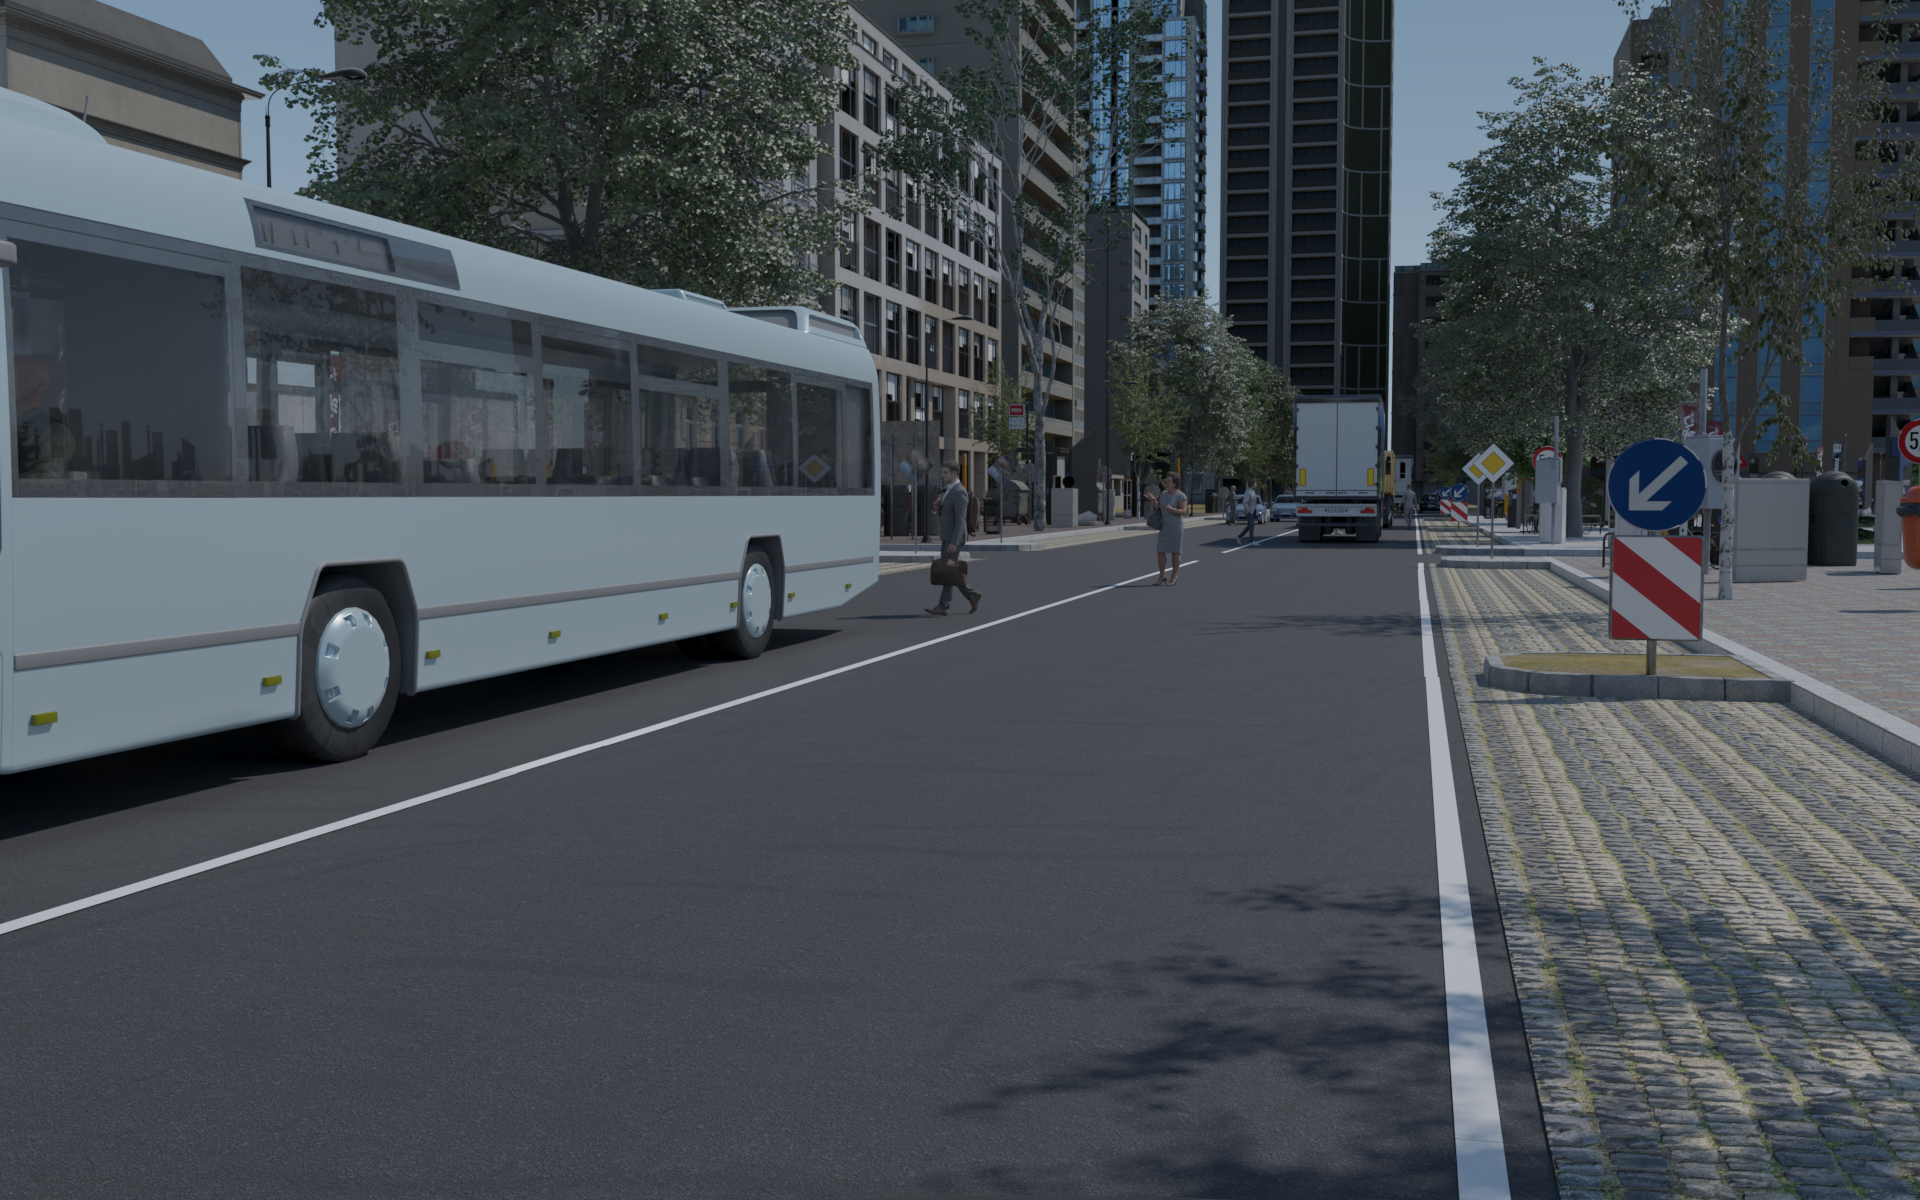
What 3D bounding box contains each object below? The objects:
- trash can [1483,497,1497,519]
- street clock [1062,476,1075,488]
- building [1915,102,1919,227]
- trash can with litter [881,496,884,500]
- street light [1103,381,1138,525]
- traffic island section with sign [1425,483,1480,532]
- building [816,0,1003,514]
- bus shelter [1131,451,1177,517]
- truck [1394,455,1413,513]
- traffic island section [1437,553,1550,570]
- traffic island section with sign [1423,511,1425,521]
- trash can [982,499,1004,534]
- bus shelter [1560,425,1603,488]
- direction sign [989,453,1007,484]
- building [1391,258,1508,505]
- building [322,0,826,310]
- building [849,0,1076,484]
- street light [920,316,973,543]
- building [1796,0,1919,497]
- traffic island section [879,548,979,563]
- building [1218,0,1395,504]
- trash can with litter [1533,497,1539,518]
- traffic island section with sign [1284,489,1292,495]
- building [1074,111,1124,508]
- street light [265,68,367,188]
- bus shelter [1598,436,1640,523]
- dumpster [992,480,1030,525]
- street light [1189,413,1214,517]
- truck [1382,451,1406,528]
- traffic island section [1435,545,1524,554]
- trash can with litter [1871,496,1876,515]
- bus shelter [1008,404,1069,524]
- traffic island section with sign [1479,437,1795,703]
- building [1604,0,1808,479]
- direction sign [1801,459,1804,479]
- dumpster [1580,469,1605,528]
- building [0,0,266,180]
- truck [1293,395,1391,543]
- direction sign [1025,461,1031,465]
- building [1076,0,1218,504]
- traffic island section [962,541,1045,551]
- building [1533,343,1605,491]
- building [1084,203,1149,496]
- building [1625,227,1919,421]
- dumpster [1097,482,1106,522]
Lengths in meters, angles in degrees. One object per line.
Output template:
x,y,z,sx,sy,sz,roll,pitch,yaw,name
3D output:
27.257,-4.740,89.155,0.748,1.137,0.748,0,3,0,trash can
4.279,-3.900,68.330,0.471,2.002,0.358,0,4,-8,street clock
86.411,-43.649,151.909,20.611,71.187,20.563,1,4,15,building
-2.782,-3.866,74.274,2.233,1.210,1.678,-1,4,-15,trash can with litter
6.664,-6.062,71.662,1.470,5.913,1.316,1,4,15,street light
18.819,-3.494,65.755,1.989,1.847,2.006,1,4,15,traffic island section with sign
-10.871,-18.097,100.395,19.350,26.468,34.151,1,4,15,building
10.972,-6.522,97.913,1.731,3.624,6.357,1,4,15,bus shelter
32.993,-8.719,131.463,2.839,4.237,11.283,1,4,14,truck
10.530,-0.731,34.237,2.009,0.180,2.903,1,4,15,traffic island section
25.672,-5.095,91.931,1.989,1.847,2.006,1,4,15,traffic island section with sign
1.050,-2.669,55.287,0.748,1.137,0.748,0,3,0,trash can
29.821,-6.510,84.064,2.179,5.291,8.768,1,4,15,bus shelter
2.173,-6.305,95.089,0.876,3.537,0.379,-1,4,-16,direction sign
60.789,-27.126,215.213,14.107,30.474,14.160,1,4,15,building
-15.052,-17.574,73.235,13.634,28.700,20.117,1,4,15,building
-3.500,-31.242,134.507,21.300,48.544,21.600,1,4,15,building
-0.349,-4.452,45.336,1.470,5.913,1.316,1,4,15,street light
56.712,-28.657,118.659,14.600,45.320,14.200,1,4,15,building
-0.973,-0.915,37.246,2.009,0.180,2.903,1,4,15,traffic island section
44.493,-47.911,221.604,20.611,71.187,20.563,1,4,15,building
26.492,-4.120,78.756,1.055,1.170,0.624,1,4,14,trash can with litter
27.221,-8.249,143.495,1.989,1.847,2.006,1,4,15,traffic island section with sign
-1.789,-28.526,158.283,32.217,40.220,23.993,1,4,15,building
-7.140,-2.852,19.174,1.470,5.913,1.316,1,4,15,street light
24.451,-4.216,62.850,2.014,3.302,5.546,1,4,15,bus shelter
2.090,-4.018,71.450,1.264,1.857,1.865,1,4,15,dumpster
13.804,-7.728,98.887,1.470,5.913,1.316,1,4,15,street light
17.799,-4.927,76.477,3.469,3.379,9.791,1,4,16,truck
12.555,-1.204,41.962,2.009,0.180,2.903,1,4,15,traffic island section
56.997,-5.905,107.927,0.624,1.170,1.055,2,4,27,trash can with litter
3.876,-6.228,79.463,2.179,5.291,8.768,1,4,15,bus shelter
4.987,-0.265,12.967,1.989,1.847,2.006,1,4,15,traffic island section with sign
68.067,-31.196,160.159,14.600,45.320,14.200,1,4,15,building
48.175,-6.552,99.121,0.379,3.537,0.876,1,4,21,direction sign
24.245,-3.949,67.066,1.502,2.255,1.985,1,4,15,dumpster
-50.360,-15.144,80.890,30.059,22.955,16.112,1,4,15,building
12.076,-4.015,54.553,2.839,4.237,11.283,1,4,14,truck
4.836,-7.767,118.990,0.876,3.537,0.379,3,5,41,direction sign
19.237,-55.931,227.138,31.000,86.520,22.319,1,4,15,building
1.052,-1.388,44.971,2.009,0.180,2.903,1,4,15,traffic island section
83.316,-22.722,216.543,28.899,21.520,27.650,1,4,15,building
11.743,-24.756,176.458,14.107,30.474,14.160,1,4,15,building
69.317,-17.938,138.327,27.650,21.520,28.899,1,4,15,building
5.943,-4.505,79.415,1.264,1.857,1.865,1,4,14,dumpster
